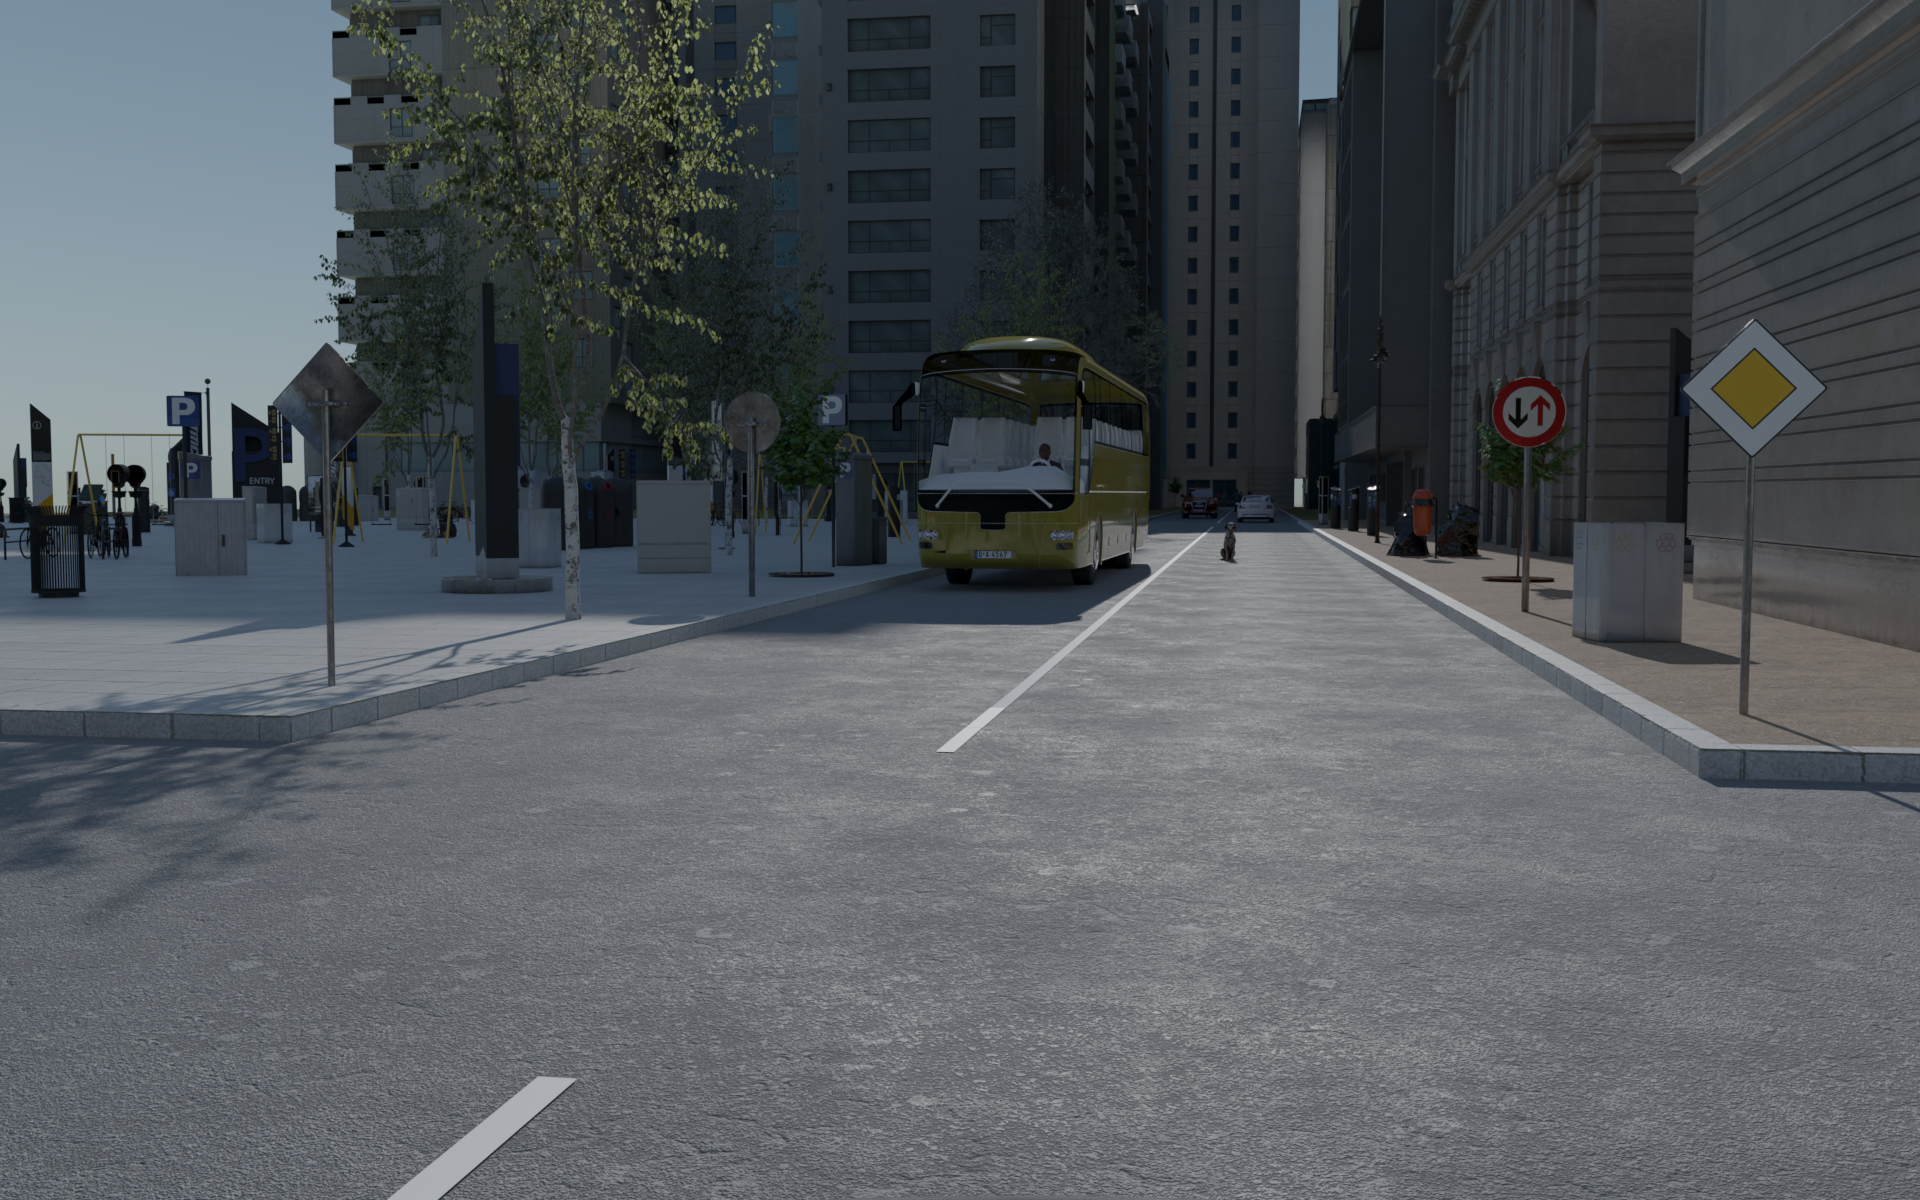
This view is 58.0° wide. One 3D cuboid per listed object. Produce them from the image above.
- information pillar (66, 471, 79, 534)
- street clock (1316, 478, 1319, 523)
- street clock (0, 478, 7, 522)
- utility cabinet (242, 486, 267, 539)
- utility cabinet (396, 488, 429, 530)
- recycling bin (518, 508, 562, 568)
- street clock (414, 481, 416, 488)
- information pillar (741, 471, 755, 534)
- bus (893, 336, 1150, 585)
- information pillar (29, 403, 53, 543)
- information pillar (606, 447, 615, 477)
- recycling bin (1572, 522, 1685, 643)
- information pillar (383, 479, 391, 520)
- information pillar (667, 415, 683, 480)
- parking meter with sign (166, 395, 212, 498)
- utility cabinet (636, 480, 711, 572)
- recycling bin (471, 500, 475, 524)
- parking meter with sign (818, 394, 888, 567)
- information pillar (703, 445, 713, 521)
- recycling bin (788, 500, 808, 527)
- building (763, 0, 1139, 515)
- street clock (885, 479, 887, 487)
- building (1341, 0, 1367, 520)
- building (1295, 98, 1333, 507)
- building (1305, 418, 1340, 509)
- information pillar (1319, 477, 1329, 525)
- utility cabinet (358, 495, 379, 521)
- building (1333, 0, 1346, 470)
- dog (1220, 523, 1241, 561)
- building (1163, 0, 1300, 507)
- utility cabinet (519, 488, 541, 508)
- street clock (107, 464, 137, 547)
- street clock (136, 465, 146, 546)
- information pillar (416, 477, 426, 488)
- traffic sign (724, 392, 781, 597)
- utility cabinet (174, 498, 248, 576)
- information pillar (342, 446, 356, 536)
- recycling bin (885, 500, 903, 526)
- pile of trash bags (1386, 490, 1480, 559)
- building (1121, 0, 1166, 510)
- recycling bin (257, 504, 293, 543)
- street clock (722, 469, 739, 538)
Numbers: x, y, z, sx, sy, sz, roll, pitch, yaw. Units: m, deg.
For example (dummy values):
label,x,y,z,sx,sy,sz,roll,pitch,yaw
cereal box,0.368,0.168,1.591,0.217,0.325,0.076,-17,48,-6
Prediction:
label,x,y,z,sx,sy,sz,roll,pitch,yaw
information pillar,-28.680,-3.151,56.005,0.304,2.012,0.304,-2,4,-34
street clock,16.031,-4.417,76.790,0.358,2.002,0.471,-2,4,-29
street clock,-43.788,-4.556,79.068,0.471,2.002,0.358,-1,4,-10
utility cabinet,-19.803,-2.447,48.684,0.318,1.500,1.173,0,4,-4
utility cabinet,-19.249,-3.190,60.842,1.173,1.500,0.318,1,4,22
recycling bin,-7.412,-1.082,30.244,0.722,1.027,0.722,0,4,4
street clock,-25.494,-4.718,81.709,0.471,2.002,0.358,1,4,11
information pillar,-6.865,-3.159,56.135,0.304,2.012,0.304,3,5,40
bus,1.596,-2.395,30.701,2.896,3.916,12.252,1,4,11
information pillar,-23.801,-3.274,44.878,0.504,3.616,0.183,-3,5,-43
information pillar,-17.437,-5.818,86.484,0.183,3.616,0.504,3,4,36
recycling bin,5.886,-0.167,15.284,0.722,1.027,0.722,0,4,-1
information pillar,-28.205,-4.941,85.274,0.304,2.012,0.304,-1,4,-12
information pillar,-8.269,-3.608,50.343,0.504,3.616,0.183,-3,5,-42
parking meter with sign,-13.887,-2.158,31.541,0.543,3.016,1.738,-1,4,-10
utility cabinet,-4.649,-1.190,28.138,1.173,1.500,0.318,-1,4,-12
recycling bin,-20.469,-3.763,74.072,0.722,1.027,0.722,-2,4,-30
parking meter with sign,-1.872,-2.126,31.026,0.543,3.016,1.738,2,4,25
information pillar,-12.028,-5.595,82.829,0.504,3.616,0.183,1,4,19
recycling bin,-6.416,-3.422,68.500,0.722,1.027,0.722,-1,4,-14
building,0.367,-30.411,116.821,23.786,49.044,30.456,1,4,10
street clock,-3.765,-4.899,84.670,0.358,2.002,0.471,2,4,30
building,27.261,-24.913,90.918,14.154,41.232,14.086,1,4,10
building,40.669,-29.914,172.688,14.086,41.232,14.154,1,4,10
building,39.947,-50.505,138.421,22.319,86.520,31.000,1,4,10
information pillar,15.222,-4.159,72.484,0.304,2.012,0.304,-1,4,-18
utility cabinet,-27.944,-4.314,81.703,0.306,1.237,1.020,3,4,38
building,38.157,-31.837,109.780,28.713,52.752,27.495,1,4,10
dog,5.913,-1.267,37.559,0.513,0.831,0.800,3,4,39
building,20.276,-38.924,178.403,28.212,58.520,21.231,1,4,10
utility cabinet,-14.749,-3.104,59.433,0.318,1.500,1.173,3,4,37
street clock,-20.285,-2.277,41.800,0.471,2.002,0.358,0,4,8
street clock,-20.227,-2.320,42.506,0.471,2.002,0.358,-1,4,-11
information pillar,-22.722,-4.193,73.053,0.304,2.012,0.304,0,3,0
traffic sign,-2.601,-1.314,21.583,0.768,2.556,0.104,1,4,18
utility cabinet,-11.779,-0.983,27.239,1.020,1.237,0.306,-1,4,-17
information pillar,-18.812,-3.783,53.202,0.504,3.616,0.183,3,4,36
recycling bin,-2.723,-3.572,70.962,0.722,1.027,0.722,0,4,3
pile of trash bags,9.761,-1.597,35.863,1.912,1.369,3.447,1,4,21
building,8.926,-27.802,138.163,14.154,41.232,14.086,1,4,10
recycling bin,-17.979,-2.011,45.435,0.722,1.027,0.722,-3,4,-37
street clock,-6.687,-2.799,50.327,0.471,2.002,0.358,2,4,27
